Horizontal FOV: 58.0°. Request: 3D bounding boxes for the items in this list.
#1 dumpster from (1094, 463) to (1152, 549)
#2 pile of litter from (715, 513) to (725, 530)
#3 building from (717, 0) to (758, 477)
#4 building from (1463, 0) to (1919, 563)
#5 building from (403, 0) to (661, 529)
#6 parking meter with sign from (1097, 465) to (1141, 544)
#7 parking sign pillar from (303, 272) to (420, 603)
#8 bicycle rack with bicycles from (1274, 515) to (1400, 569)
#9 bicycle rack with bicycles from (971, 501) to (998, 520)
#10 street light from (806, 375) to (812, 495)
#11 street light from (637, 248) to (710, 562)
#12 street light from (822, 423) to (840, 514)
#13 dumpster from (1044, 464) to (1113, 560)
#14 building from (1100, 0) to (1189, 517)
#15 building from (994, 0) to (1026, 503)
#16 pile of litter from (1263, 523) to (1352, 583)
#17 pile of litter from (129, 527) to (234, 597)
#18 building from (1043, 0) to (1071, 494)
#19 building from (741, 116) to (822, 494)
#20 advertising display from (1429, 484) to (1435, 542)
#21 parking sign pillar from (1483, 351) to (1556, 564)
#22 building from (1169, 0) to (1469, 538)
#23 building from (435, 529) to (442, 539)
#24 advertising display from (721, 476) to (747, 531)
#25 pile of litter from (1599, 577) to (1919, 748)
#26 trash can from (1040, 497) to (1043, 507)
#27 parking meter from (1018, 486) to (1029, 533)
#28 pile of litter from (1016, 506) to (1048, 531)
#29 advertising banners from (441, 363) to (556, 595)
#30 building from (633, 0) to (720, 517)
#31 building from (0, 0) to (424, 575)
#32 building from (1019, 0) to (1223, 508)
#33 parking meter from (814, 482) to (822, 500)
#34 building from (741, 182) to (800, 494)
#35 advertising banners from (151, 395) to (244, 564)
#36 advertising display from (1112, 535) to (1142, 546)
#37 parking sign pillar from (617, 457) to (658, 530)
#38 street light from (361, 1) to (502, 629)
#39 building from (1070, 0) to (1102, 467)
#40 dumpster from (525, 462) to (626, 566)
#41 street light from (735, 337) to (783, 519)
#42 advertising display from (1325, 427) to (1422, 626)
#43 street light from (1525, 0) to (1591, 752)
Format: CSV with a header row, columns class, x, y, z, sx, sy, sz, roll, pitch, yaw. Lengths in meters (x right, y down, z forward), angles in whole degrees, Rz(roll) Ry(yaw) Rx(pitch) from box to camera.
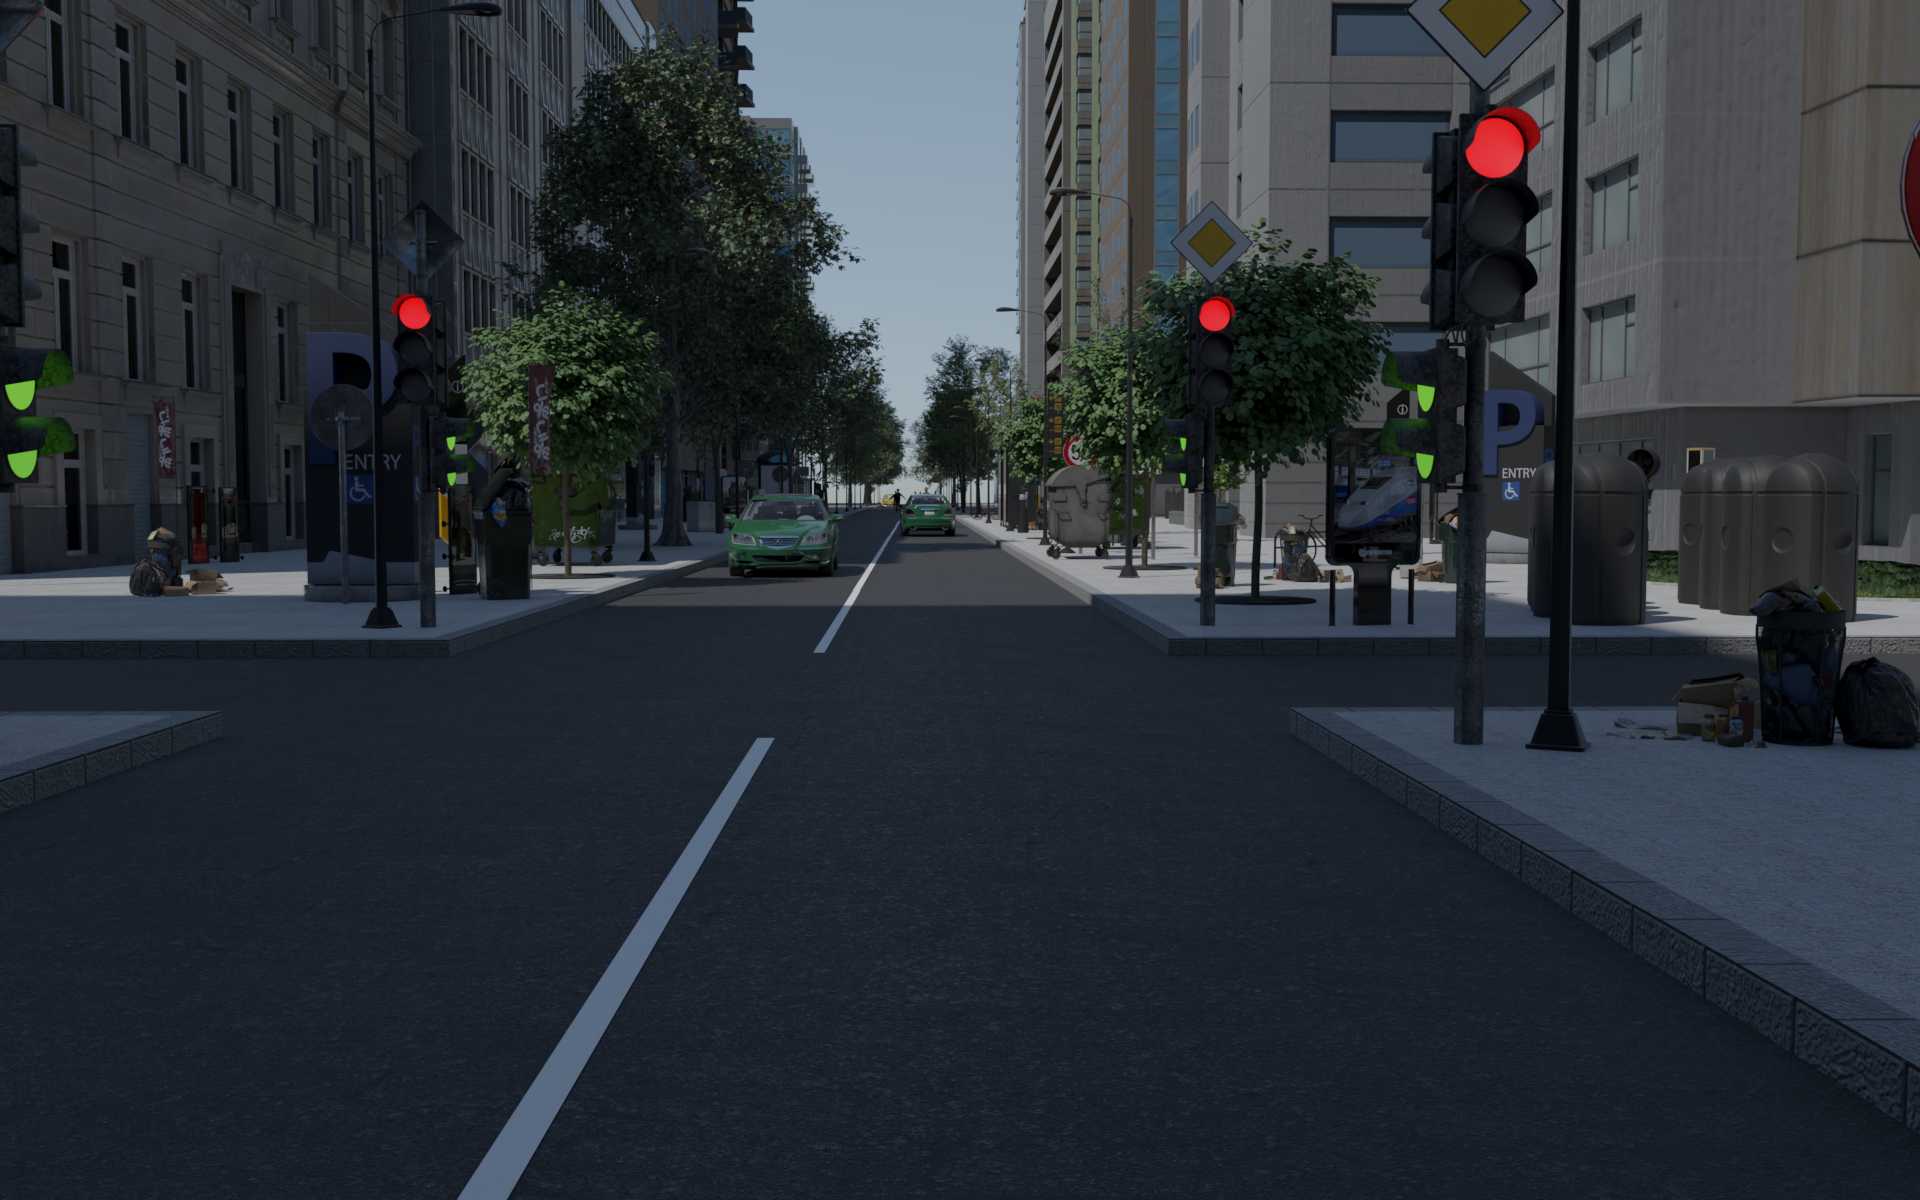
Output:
class,x,y,z,sx,sy,sz,roll,pitch,yaw
dumpster,3.770,-2.339,40.730,1.502,2.255,1.985,0,4,-1
pile of litter,-9.129,-2.963,62.405,1.176,0.858,1.719,2,4,34
building,-27.591,-29.337,134.290,22.147,44.769,28.867,0,4,-1
building,19.132,-21.425,33.889,14.086,41.232,14.154,0,4,-1
building,-21.227,-15.948,78.770,12.078,24.808,19.932,0,4,-1
parking meter with sign,4.111,-2.994,45.214,0.543,3.016,1.738,-2,4,-32
parking sign pillar,-7.246,-1.992,21.038,1.447,3.967,1.447,0,4,-1
bicycle rack with bicycles,6.965,-1.032,30.251,2.925,0.926,2.852,-3,5,-41
bicycle rack with bicycles,2.252,-4.461,86.323,2.925,0.926,2.852,1,4,17
street light,-6.305,-5.749,66.537,1.470,5.913,1.316,0,4,-1
street light,-5.423,-3.689,32.850,1.470,5.913,1.316,0,4,-1
street light,-6.687,-6.826,84.144,1.470,5.913,1.316,0,4,-1
dumpster,2.377,-1.762,34.573,1.264,1.857,1.865,0,4,-1
building,16.015,-27.695,102.924,14.600,45.320,14.200,0,4,-1
building,16.453,-56.361,234.170,22.319,86.520,31.000,0,4,-1
pile of litter,5.154,-0.721,25.756,1.176,0.858,1.719,0,4,-6
pile of litter,-10.009,-0.515,22.387,1.176,0.858,1.719,1,4,19
building,18.589,-32.136,149.125,21.300,48.544,21.600,0,4,-1
building,-30.088,-36.844,222.009,23.786,49.044,30.456,0,4,-1
advertising display,12.819,-2.558,47.038,0.123,1.923,0.974,1,4,17
parking sign pillar,10.357,-2.675,32.207,1.447,3.967,1.447,-3,5,-42
building,18.972,-31.842,62.620,21.231,58.520,28.212,0,4,-1
building,-20.703,-14.731,58.882,12.078,24.808,19.932,0,4,-1
advertising display,-7.940,-3.405,60.892,0.974,1.923,0.123,-2,4,-32
pile of litter,4.330,0.292,9.185,1.719,0.858,1.176,2,4,24
trash can,3.598,-4.107,78.803,0.748,1.137,0.748,0,3,0
parking meter,2.083,-2.980,57.126,0.372,1.533,0.369,0,3,0
pile of litter,2.795,-2.902,61.406,1.719,0.858,1.176,0,4,-4
advertising banners,-6.010,-1.625,22.751,0.090,3.025,2.074,2,4,30
building,-23.372,-28.268,112.292,14.600,45.320,14.200,0,4,-1
building,-20.846,-14.621,36.317,12.463,27.353,25.104,0,4,-1
building,17.581,-40.565,205.241,21.231,58.520,28.212,0,4,-1
parking meter,-6.753,-4.687,82.344,0.399,1.863,0.255,0,4,1
building,-34.406,-30.721,194.166,32.217,40.220,23.993,0,4,-1
advertising banners,-13.972,-2.176,31.763,0.090,3.025,2.074,1,4,21
advertising display,4.160,-2.307,42.939,0.974,1.923,0.123,-2,4,-26
parking sign pillar,-11.647,-4.526,62.471,1.447,3.967,1.447,1,4,9
street light,-5.017,-2.687,16.480,1.470,5.913,1.316,0,4,-1
building,15.240,-27.392,131.449,14.154,41.232,14.086,0,4,-1
dumpster,-6.970,-1.770,31.437,1.502,2.255,1.985,0,4,-1
street light,-5.945,-4.756,50.297,1.470,5.913,1.316,0,4,-1
advertising display,4.036,-0.715,16.911,0.974,1.923,0.123,-1,4,-15
street light,2.491,-2.205,8.593,1.470,5.913,1.316,0,4,-1
